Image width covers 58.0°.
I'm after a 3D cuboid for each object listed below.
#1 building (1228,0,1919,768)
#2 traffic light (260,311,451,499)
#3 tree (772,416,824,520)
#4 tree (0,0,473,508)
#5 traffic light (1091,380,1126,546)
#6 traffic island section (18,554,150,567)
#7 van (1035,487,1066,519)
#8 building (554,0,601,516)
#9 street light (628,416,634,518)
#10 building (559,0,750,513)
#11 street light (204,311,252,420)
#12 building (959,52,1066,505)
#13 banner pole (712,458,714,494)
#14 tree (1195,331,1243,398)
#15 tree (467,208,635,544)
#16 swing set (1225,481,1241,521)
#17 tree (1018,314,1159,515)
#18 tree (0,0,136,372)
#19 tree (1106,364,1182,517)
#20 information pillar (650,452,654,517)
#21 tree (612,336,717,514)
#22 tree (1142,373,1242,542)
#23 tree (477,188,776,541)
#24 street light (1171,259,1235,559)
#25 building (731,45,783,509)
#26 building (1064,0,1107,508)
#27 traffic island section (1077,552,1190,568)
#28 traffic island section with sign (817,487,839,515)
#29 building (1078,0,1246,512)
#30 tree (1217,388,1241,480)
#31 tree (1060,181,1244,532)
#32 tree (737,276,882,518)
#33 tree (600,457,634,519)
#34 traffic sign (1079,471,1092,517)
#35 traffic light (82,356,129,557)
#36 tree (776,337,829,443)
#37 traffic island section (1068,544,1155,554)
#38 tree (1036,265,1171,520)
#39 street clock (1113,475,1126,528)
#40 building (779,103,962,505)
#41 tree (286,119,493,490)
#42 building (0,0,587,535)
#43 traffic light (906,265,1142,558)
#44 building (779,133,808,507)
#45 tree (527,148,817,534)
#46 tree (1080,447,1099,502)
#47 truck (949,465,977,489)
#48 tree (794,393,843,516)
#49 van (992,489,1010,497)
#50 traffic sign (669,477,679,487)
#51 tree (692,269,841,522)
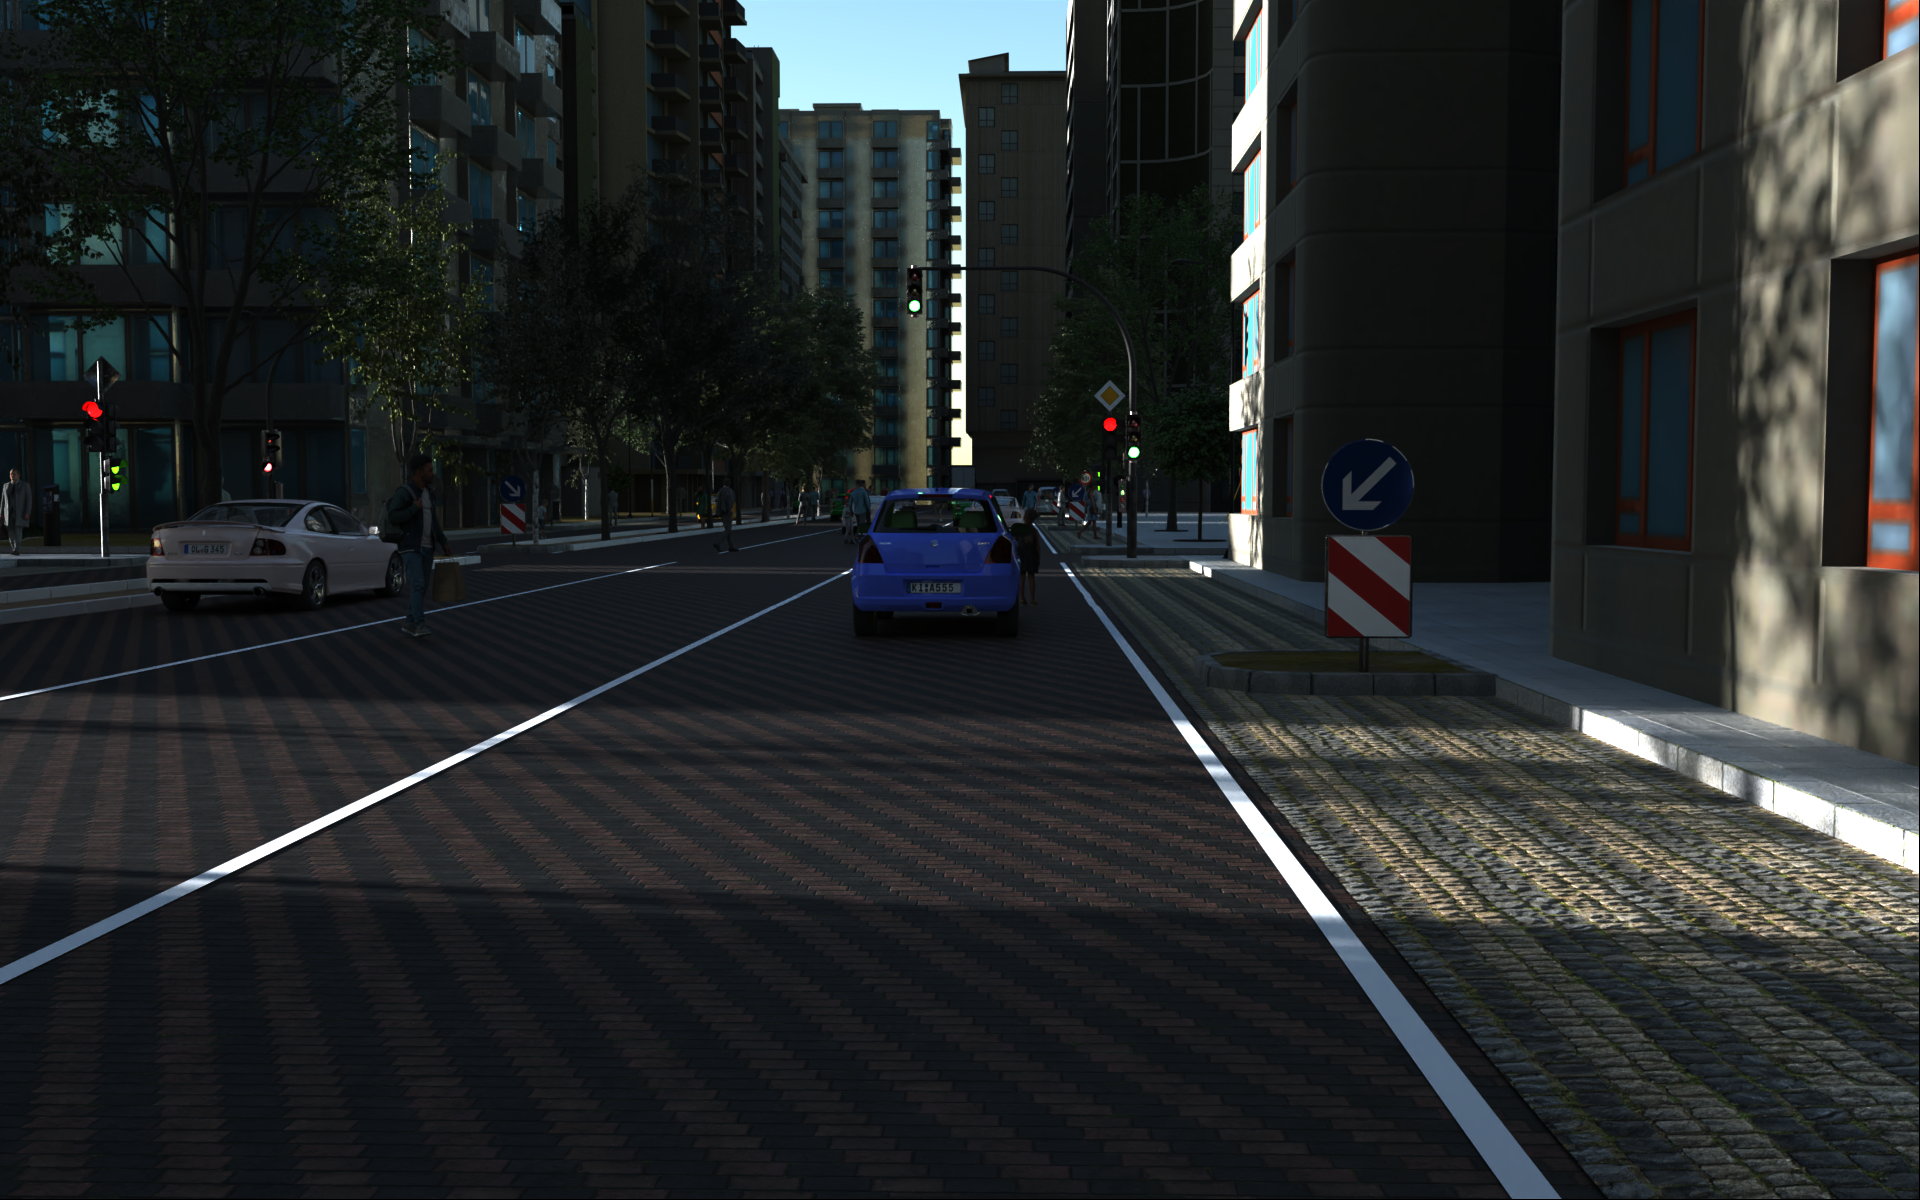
[{"bbox_3d":[18.658,-10.612,18.538,27.650,21.520,28.899,0,4,2],"label":"building"},{"bbox_3d":[-15.101,-4.192,43.213,4.771,5.953,1.251,0,4,2],"label":"traffic light"},{"bbox_3d":[-9.341,-8.639,94.065,4.737,8.622,4.395,0,3,0],"label":"tree"},{"bbox_3d":[-11.307,-5.978,25.953,9.928,11.665,9.643,0,3,0],"label":"tree"},{"bbox_3d":[3.658,-3.286,42.641,0.839,4.253,0.868,0,4,2],"label":"traffic light"},{"bbox_3d":[-17.470,-0.802,35.393,2.009,0.180,2.903,0,4,2],"label":"traffic island section"},{"bbox_3d":[5.199,-5.721,100.545,2.013,2.044,4.112,0,4,1],"label":"van"},{"bbox_3d":[-28.907,-19.912,97.258,14.160,30.474,14.107,0,4,2],"label":"building"},{"bbox_3d":[-17.215,-7.371,93.051,1.470,5.913,1.316,0,4,2],"label":"street light"},{"bbox_3d":[-28.326,-29.240,132.691,22.147,44.769,28.867,0,4,2],"label":"building"},{"bbox_3d":[-18.623,-4.371,43.999,1.470,5.913,1.316,0,4,2],"label":"street light"},{"bbox_3d":[13.999,-38.323,215.822,27.495,52.752,28.713,0,4,2],"label":"building"},{"bbox_3d":[-16.801,-7.824,117.935,0.401,3.779,0.863,-1,4,-13],"label":"banner pole"},{"bbox_3d":[13.643,-8.349,70.917,7.601,10.594,8.767,2,4,33],"label":"tree"},{"bbox_3d":[-10.899,-5.604,44.447,4.360,8.622,3.978,0,3,0],"label":"tree"},{"bbox_3d":[14.557,-5.130,81.488,2.862,2.851,3.119,-2,4,-27],"label":"swing set"},{"bbox_3d":[8.329,-11.675,107.894,9.611,12.733,9.660,0,3,0],"label":"tree"},{"bbox_3d":[-11.376,-4.036,18.814,4.360,8.622,3.978,0,3,0],"label":"tree"},{"bbox_3d":[10.644,-8.919,96.182,4.360,8.622,3.978,0,3,0],"label":"tree"},{"bbox_3d":[-17.349,-6.497,97.580,0.183,3.616,0.504,0,4,-6],"label":"information pillar"},{"bbox_3d":[-18.478,-11.294,110.419,9.928,11.665,9.643,0,3,0],"label":"tree"},{"bbox_3d":[6.445,-3.872,47.029,4.285,4.588,4.351,0,3,0],"label":"tree"},{"bbox_3d":[-10.458,-7.002,51.360,8.767,10.594,7.601,0,4,2],"label":"tree"},{"bbox_3d":[4.860,-3.781,34.359,1.470,5.913,1.316,0,4,2],"label":"street light"},{"bbox_3d":[-23.820,-28.779,154.139,14.154,41.232,14.086,0,4,2],"label":"building"},{"bbox_3d":[20.205,-32.280,151.479,21.300,48.544,21.600,0,4,2],"label":"building"},{"bbox_3d":[3.462,-0.764,34.772,2.009,0.180,2.903,0,4,2],"label":"traffic island section"},{"bbox_3d":[-8.658,-6.716,117.949,2.006,1.907,1.989,0,4,2],"label":"traffic island section with sign"},{"bbox_3d":[19.572,-42.285,129.612,20.563,71.187,20.611,0,4,2],"label":"building"},{"bbox_3d":[18.067,-9.767,110.055,4.737,8.622,4.395,0,3,0],"label":"tree"},{"bbox_3d":[7.199,-8.141,58.860,9.928,11.665,9.643,0,3,0],"label":"tree"},{"bbox_3d":[-8.950,-11.776,101.651,9.857,13.997,8.962,0,3,0],"label":"tree"},{"bbox_3d":[-17.851,-5.895,90.983,1.663,3.219,1.824,0,3,0],"label":"tree"},{"bbox_3d":[6.952,-5.871,96.099,0.768,2.556,0.104,0,4,5],"label":"traffic sign"},{"bbox_3d":[-17.430,-2.834,35.258,0.839,4.253,0.868,0,4,2],"label":"traffic light"},{"bbox_3d":[-10.258,-8.225,71.349,8.767,10.594,7.601,0,4,2],"label":"tree"},{"bbox_3d":[3.698,-1.252,42.753,2.009,0.180,2.903,0,4,2],"label":"traffic island section"},{"bbox_3d":[7.406,-10.266,85.980,7.486,12.596,7.792,0,3,0],"label":"tree"},{"bbox_3d":[6.082,-3.756,65.975,0.471,2.002,0.358,1,4,11],"label":"street clock"},{"bbox_3d":[-15.015,-36.419,215.051,30.456,49.044,23.786,0,4,2],"label":"building"},{"bbox_3d":[-10.805,-4.932,33.452,4.737,8.622,4.395,0,3,0],"label":"tree"},{"bbox_3d":[-28.454,-27.329,66.439,23.786,49.044,30.456,0,4,2],"label":"building"},{"bbox_3d":[1.329,-3.664,34.579,4.771,5.953,1.251,0,4,2],"label":"traffic light"},{"bbox_3d":[-28.420,-29.686,177.254,23.993,40.220,32.217,0,4,2],"label":"building"},{"bbox_3d":[-10.229,-9.085,61.367,12.009,13.543,11.850,0,3,0],"label":"tree"},{"bbox_3d":[8.491,-10.282,118.472,4.360,8.622,3.978,0,3,0],"label":"tree"},{"bbox_3d":[0.328,-11.235,172.610,2.839,4.237,11.283,0,3,0],"label":"truck"},{"bbox_3d":[-9.030,-9.655,110.682,4.360,8.622,3.978,0,3,0],"label":"tree"},{"bbox_3d":[3.413,-8.494,145.884,2.013,2.044,4.112,0,4,2],"label":"van"},{"bbox_3d":[-17.126,-6.210,103.666,0.606,2.300,0.079,0,4,8],"label":"traffic sign"},{"bbox_3d":[-9.879,-10.191,87.208,7.486,12.596,7.792,0,3,0],"label":"tree"}]
